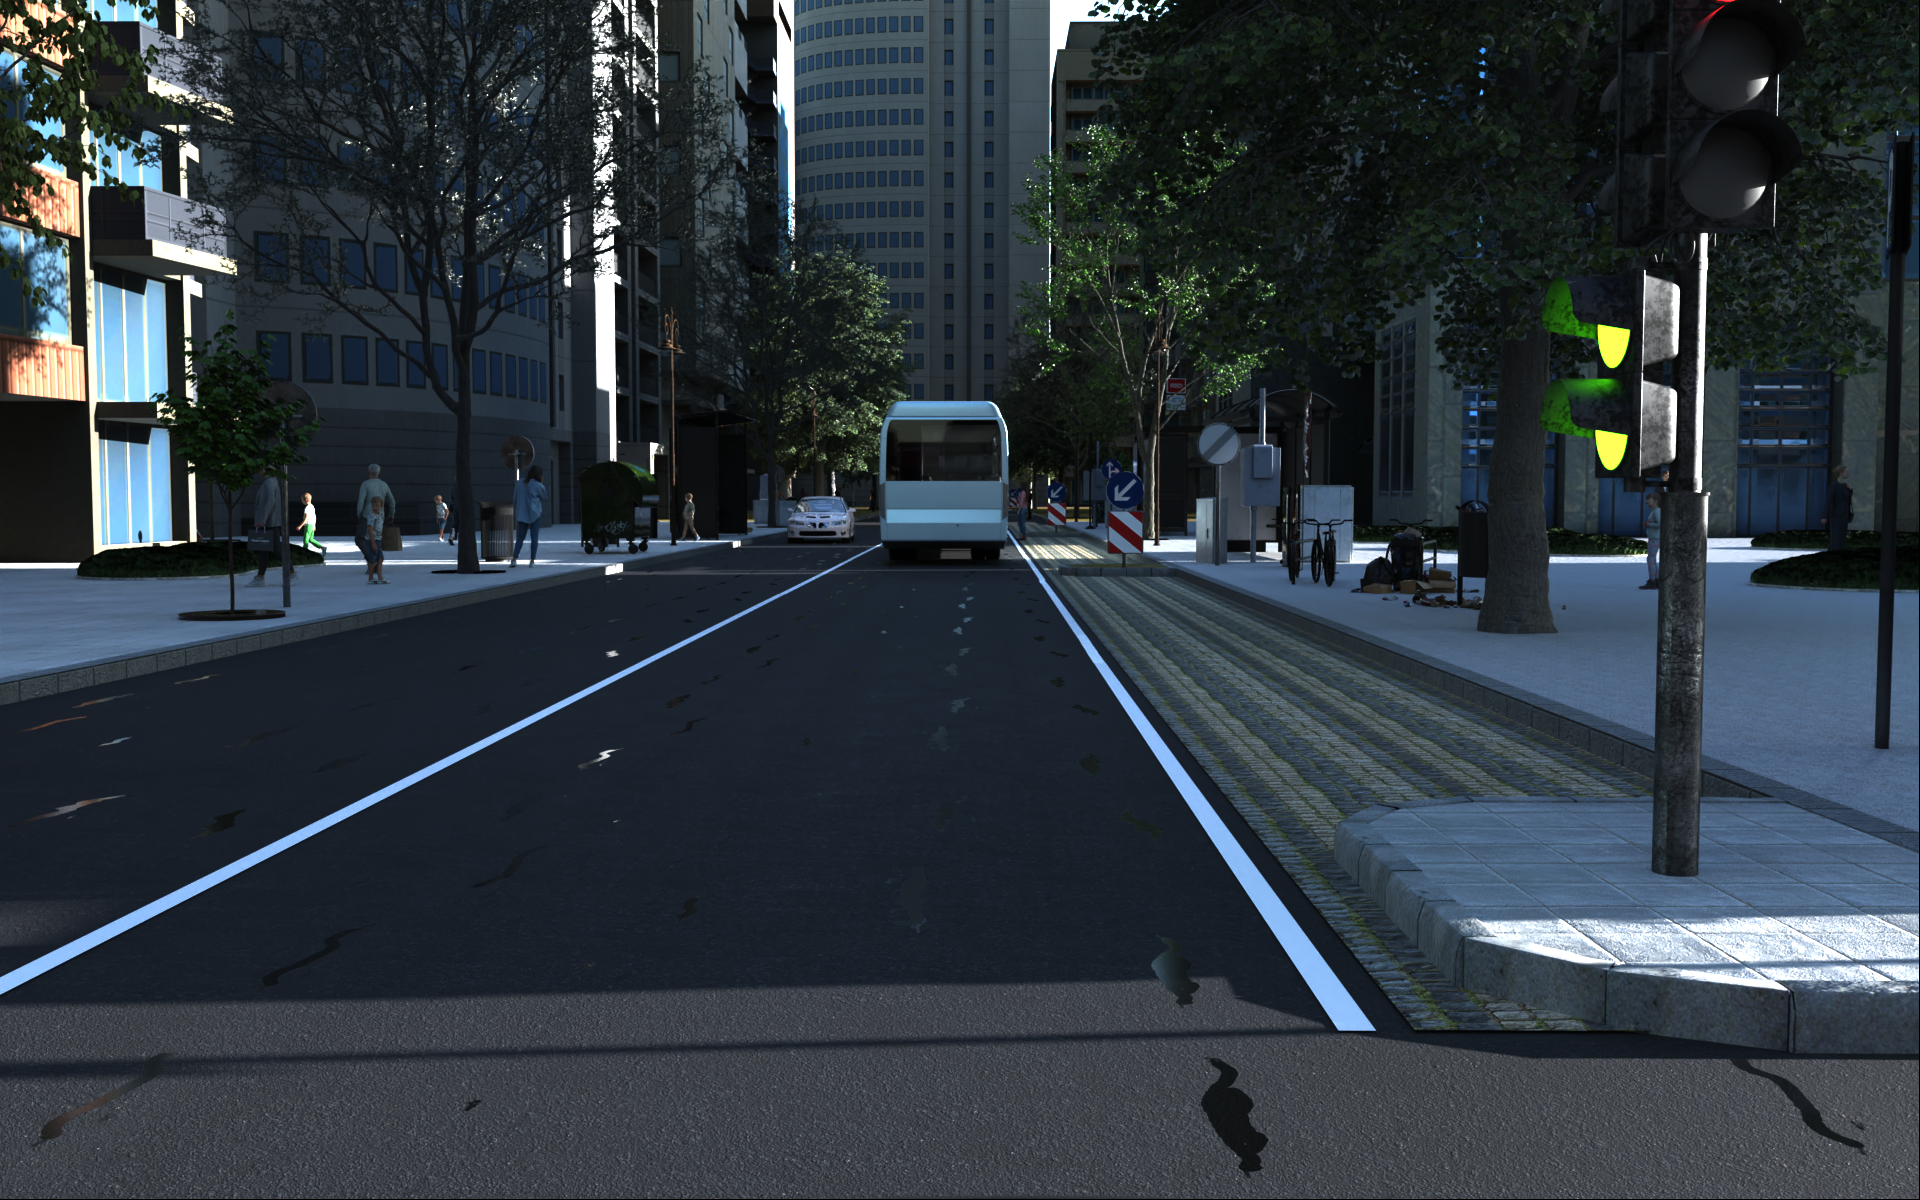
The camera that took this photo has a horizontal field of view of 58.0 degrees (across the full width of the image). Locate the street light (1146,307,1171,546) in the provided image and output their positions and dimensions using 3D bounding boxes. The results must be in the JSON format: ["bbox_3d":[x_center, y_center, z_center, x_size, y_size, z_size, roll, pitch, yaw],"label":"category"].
[{"bbox_3d":[4.898,-4.289,42.910,0.468,5.910,1.993,0,4,1],"label":"street light"}]

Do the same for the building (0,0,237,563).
[{"bbox_3d":[-25.799,-22.772,26.949,22.147,44.769,28.867,0,4,1],"label":"building"}]

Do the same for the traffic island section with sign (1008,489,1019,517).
[{"bbox_3d":[3.707,-6.055,107.622,1.989,1.847,2.006,0,4,1],"label":"traffic island section with sign"}]

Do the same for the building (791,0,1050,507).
[{"bbox_3d":[-4.994,-39.152,182.130,28.212,58.520,21.231,0,4,1],"label":"building"}]

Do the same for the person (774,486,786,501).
[{"bbox_3d":[-9.805,-5.219,92.080,1.217,1.736,0.721,0,4,7],"label":"person"}]

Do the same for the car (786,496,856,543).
[{"bbox_3d":[-4.156,-2.436,52.198,2.083,1.381,4.827,0,4,-1],"label":"car"}]

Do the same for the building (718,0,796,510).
[{"bbox_3d":[-21.335,-30.062,141.630,14.200,45.320,14.600,0,4,1],"label":"building"}]

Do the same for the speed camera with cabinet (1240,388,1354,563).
[{"bbox_3d":[6.339,-2.341,32.611,2.038,3.252,0.660,0,4,0],"label":"speed camera with cabinet"}]

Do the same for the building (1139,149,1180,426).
[{"bbox_3d":[21.495,-22.631,141.710,14.160,30.474,14.107,0,4,1],"label":"building"}]

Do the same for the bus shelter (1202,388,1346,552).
[{"bbox_3d":[6.363,-2.562,35.819,2.014,3.302,5.546,0,4,1],"label":"bus shelter"}]

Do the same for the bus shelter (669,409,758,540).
[{"bbox_3d":[-7.198,-3.663,51.169,1.731,3.624,6.357,0,4,1],"label":"bus shelter"}]

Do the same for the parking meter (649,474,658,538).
[{"bbox_3d":[-8.998,-2.721,50.201,0.399,1.863,0.255,1,4,22],"label":"parking meter"}]

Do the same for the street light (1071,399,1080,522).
[{"bbox_3d":[5.362,-6.538,79.678,0.468,5.910,1.993,0,4,1],"label":"street light"}]

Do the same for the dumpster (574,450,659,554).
[{"bbox_3d":[-7.468,-2.152,37.686,1.502,2.255,1.985,0,4,1],"label":"dumpster"}]

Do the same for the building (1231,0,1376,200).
[{"bbox_3d":[21.268,-19.863,96.461,14.160,30.474,14.107,0,4,1],"label":"building"}]

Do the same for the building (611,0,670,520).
[{"bbox_3d":[-24.750,-39.897,90.570,20.563,71.187,20.611,0,4,1],"label":"building"}]

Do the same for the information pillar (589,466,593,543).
[{"bbox_3d":[-9.610,-2.524,45.761,0.304,2.012,0.304,-1,4,-23],"label":"information pillar"}]

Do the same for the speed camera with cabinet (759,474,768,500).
[{"bbox_3d":[-9.042,-5.278,80.630,0.660,3.252,2.038,0,4,-7],"label":"speed camera with cabinet"}]

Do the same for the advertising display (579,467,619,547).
[{"bbox_3d":[-8.707,-2.243,41.881,0.974,1.923,0.123,0,4,-7],"label":"advertising display"}]

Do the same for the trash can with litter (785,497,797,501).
[{"bbox_3d":[-7.322,-3.813,73.736,0.624,1.170,1.055,-2,4,-26],"label":"trash can with litter"}]

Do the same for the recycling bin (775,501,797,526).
[{"bbox_3d":[-6.848,-3.372,67.689,0.722,1.027,0.722,-2,4,-31],"label":"recycling bin"}]

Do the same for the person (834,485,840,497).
[{"bbox_3d":[-6.610,-5.413,95.058,0.721,1.766,1.217,0,4,-5],"label":"person"}]

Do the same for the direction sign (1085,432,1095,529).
[{"bbox_3d":[4.765,-4.363,63.327,0.379,3.537,0.876,1,4,10],"label":"direction sign"}]

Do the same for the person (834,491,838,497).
[{"bbox_3d":[-6.475,-4.991,90.911,0.557,1.426,1.065,-3,5,-44],"label":"person"}]

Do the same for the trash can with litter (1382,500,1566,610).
[{"bbox_3d":[5.783,-0.547,20.009,1.678,1.210,2.233,-1,4,-21],"label":"trash can with litter"}]

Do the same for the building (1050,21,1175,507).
[{"bbox_3d":[20.197,-34.157,182.167,21.600,48.544,21.300,0,4,1],"label":"building"}]

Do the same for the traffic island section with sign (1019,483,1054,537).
[{"bbox_3d":[3.096,-3.019,57.995,1.989,1.847,2.006,0,4,1],"label":"traffic island section with sign"}]

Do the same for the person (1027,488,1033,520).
[{"bbox_3d":[3.829,-5.415,97.564,0.721,1.766,1.217,1,4,17],"label":"person"}]

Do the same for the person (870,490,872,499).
[{"bbox_3d":[-8.159,-9.373,161.763,0.705,1.823,1.348,-2,4,-28],"label":"person"}]

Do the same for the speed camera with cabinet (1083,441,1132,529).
[{"bbox_3d":[5.568,-4.323,65.019,2.038,3.252,0.660,-3,4,-36],"label":"speed camera with cabinet"}]

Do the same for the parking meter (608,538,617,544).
[{"bbox_3d":[-8.957,-2.190,44.209,0.372,1.533,0.369,0,3,0],"label":"parking meter"}]

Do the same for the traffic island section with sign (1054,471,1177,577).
[{"bbox_3d":[2.763,-1.355,30.782,1.989,1.847,2.006,0,4,1],"label":"traffic island section with sign"}]

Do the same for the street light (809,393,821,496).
[{"bbox_3d":[-6.664,-6.515,79.300,0.468,5.910,1.993,0,4,1],"label":"street light"}]

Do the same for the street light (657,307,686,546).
[{"bbox_3d":[-7.135,-4.294,42.987,0.468,5.910,1.993,0,4,1],"label":"street light"}]

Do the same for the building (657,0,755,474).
[{"bbox_3d":[-28.937,-32.172,115.255,28.713,52.752,27.495,0,4,1],"label":"building"}]

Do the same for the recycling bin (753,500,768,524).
[{"bbox_3d":[-8.583,-3.827,75.120,0.722,1.027,0.722,-1,4,-13],"label":"recycling bin"}]

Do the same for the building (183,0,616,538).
[{"bbox_3d":[-26.233,-31.866,63.009,21.231,58.520,28.212,0,4,1],"label":"building"}]

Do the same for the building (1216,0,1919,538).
[{"bbox_3d":[22.988,-45.914,63.372,22.319,86.520,31.000,0,4,1],"label":"building"}]

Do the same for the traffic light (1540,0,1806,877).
[{"bbox_3d":[2.407,-1.030,5.762,0.839,4.253,0.868,0,4,1],"label":"traffic light"}]

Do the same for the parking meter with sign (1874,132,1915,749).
[{"bbox_3d":[5.397,-0.736,8.292,1.738,3.016,0.543,2,4,26],"label":"parking meter with sign"}]

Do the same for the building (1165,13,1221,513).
[{"bbox_3d":[26.159,-30.534,118.844,23.786,49.044,30.456,0,4,1],"label":"building"}]

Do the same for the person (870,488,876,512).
[{"bbox_3d":[-6.246,-7.307,126.034,0.721,1.766,1.217,0,4,7],"label":"person"}]

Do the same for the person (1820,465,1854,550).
[{"bbox_3d":[15.030,-1.423,29.728,0.534,1.772,0.576,2,4,35],"label":"person"}]

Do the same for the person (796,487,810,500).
[{"bbox_3d":[-10.835,-6.905,119.662,1.217,1.743,0.721,1,4,11],"label":"person"}]

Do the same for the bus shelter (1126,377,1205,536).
[{"bbox_3d":[6.692,-4.867,57.209,2.179,5.291,8.768,0,4,1],"label":"bus shelter"}]
